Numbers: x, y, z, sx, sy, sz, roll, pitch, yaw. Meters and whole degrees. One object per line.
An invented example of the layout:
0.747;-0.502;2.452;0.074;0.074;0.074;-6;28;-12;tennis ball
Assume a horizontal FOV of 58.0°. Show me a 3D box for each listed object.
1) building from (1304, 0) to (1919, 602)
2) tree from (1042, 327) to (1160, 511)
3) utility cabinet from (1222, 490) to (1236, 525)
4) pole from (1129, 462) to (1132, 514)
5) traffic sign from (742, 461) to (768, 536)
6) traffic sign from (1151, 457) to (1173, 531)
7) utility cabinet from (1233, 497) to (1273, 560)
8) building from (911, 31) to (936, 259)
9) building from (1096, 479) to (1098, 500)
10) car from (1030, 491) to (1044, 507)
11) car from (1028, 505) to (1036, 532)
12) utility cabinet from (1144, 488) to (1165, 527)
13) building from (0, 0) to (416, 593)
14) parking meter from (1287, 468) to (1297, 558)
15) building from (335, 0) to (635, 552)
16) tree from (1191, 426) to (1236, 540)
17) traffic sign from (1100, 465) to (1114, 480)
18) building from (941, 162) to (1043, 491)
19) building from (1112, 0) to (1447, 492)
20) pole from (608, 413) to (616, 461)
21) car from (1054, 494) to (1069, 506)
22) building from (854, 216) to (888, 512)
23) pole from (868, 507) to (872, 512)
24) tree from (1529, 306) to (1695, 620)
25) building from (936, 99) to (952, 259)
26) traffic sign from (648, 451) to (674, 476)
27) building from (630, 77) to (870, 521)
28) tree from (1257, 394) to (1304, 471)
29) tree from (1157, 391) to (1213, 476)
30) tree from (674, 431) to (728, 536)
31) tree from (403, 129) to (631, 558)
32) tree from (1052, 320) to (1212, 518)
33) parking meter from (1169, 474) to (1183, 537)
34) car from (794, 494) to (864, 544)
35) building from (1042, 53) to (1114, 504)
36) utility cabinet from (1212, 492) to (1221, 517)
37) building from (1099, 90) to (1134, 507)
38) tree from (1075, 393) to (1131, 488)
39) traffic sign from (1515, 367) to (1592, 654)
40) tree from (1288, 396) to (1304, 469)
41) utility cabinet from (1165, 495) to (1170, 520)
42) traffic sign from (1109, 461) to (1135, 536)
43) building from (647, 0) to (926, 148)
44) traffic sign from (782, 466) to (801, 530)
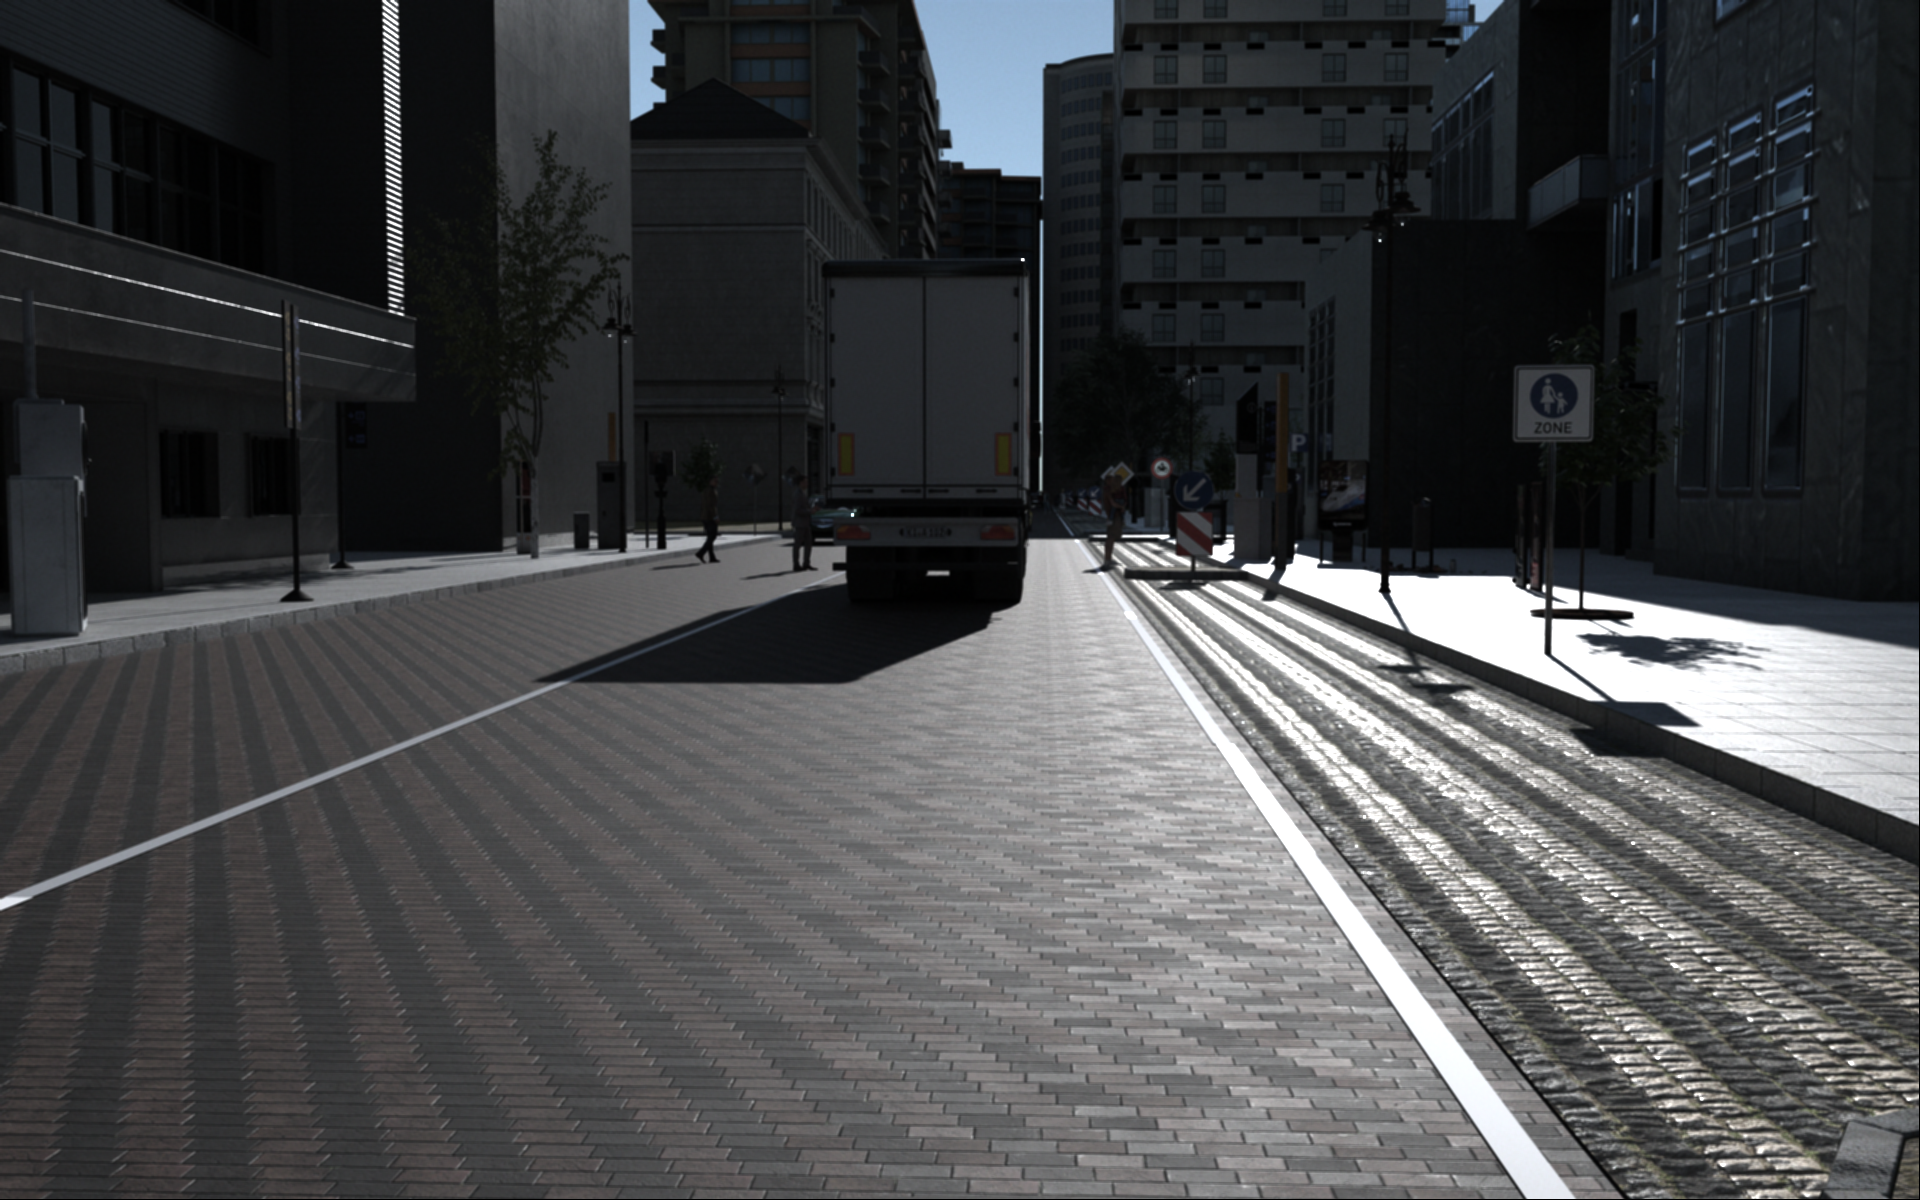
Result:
20.598;-44.056;32.991;22.319;86.520;31.000;0;4;3;building
10.769;-13.856;133.203;9.857;13.997;8.962;0;3;0;tree
11.209;-3.766;70.246;0.318;1.500;1.173;-2;4;-24;utility cabinet
10.953;-7.179;111.218;0.158;3.312;0.155;0;3;0;pole
-6.281;-3.022;53.048;0.795;2.450;0.064;0;4;3;traffic sign
6.966;-3.649;59.769;0.768;2.556;0.104;0;4;5;traffic sign
5.775;-1.406;34.156;0.306;1.237;1.020;-1;4;-21;utility cabinet
-13.682;-33.772;175.870;21.300;48.544;21.600;0;4;3;building
31.834;-30.910;197.253;32.217;40.220;23.993;0;4;3;building
8.636;-11.564;197.746;2.281;1.827;5.304;0;4;3;car
1.889;-3.460;66.791;2.015;1.641;3.980;0;4;4;car
7.479;-3.529;66.375;0.318;1.500;1.173;2;4;34;utility cabinet
-16.644;-11.910;13.792;14.314;24.678;30.058;0;4;3;building
6.524;-1.769;34.642;0.399;1.863;0.255;0;4;-2;parking meter
-21.680;-15.391;45.154;24.014;27.812;14.314;0;4;3;building
7.308;-3.332;49.078;1.663;3.219;1.824;0;3;0;tree
5.282;-3.476;60.470;0.795;2.450;0.064;0;4;3;traffic sign
-3.428;-35.273;231.340;28.867;44.769;22.147;0;4;3;building
27.778;-34.717;156.863;28.713;52.752;27.495;0;4;3;building
-8.731;-3.037;43.502;0.158;3.312;0.155;0;3;0;pole
11.921;-11.679;202.950;2.014;1.417;4.499;0;4;3;car
-10.371;-16.100;112.381;9.793;20.994;18.267;0;4;3;building
-5.122;-6.393;98.369;0.158;3.312;0.155;0;3;0;pole
6.424;-1.430;17.980;1.663;3.219;1.824;0;3;0;tree
-16.348;-35.531;200.533;30.456;49.044;23.786;0;4;3;building
-7.014;-2.359;40.696;0.606;2.300;0.079;0;4;4;traffic sign
-11.515;-14.132;81.970;10.553;20.767;40.483;0;4;3;building
22.678;-10.874;128.151;4.360;8.622;3.978;0;3;0;tree
15.000;-10.183;116.855;4.737;8.622;4.395;0;3;0;tree
-7.976;-3.576;53.062;1.663;3.219;1.824;0;3;0;tree
-8.729;-5.134;34.307;4.737;8.622;4.395;0;3;0;tree
9.404;-9.663;92.403;8.767;10.594;7.601;-1;4;-21;tree
6.419;-2.785;51.254;0.399;1.863;0.255;-1;4;-12;parking meter
-3.763;-2.383;50.756;2.131;1.459;4.920;0;4;2;car
25.042;-42.006;228.793;28.212;58.520;21.231;0;4;3;building
14.058;-5.240;94.349;1.173;1.500;0.318;1;4;18;utility cabinet
21.391;-30.281;178.695;14.154;41.232;14.086;0;4;3;building
10.420;-10.472;121.575;4.360;8.622;3.978;0;3;0;tree
4.704;-0.713;13.794;0.606;2.300;0.079;1;4;11;traffic sign
24.655;-10.552;122.888;4.737;8.622;4.395;0;3;0;tree
10.021;-4.513;84.947;1.020;1.237;0.306;-1;4;-21;utility cabinet
4.899;-2.988;52.494;0.795;2.450;0.064;0;4;3;traffic sign
-14.485;-30.333;150.575;22.147;44.769;28.867;0;4;3;building
-5.899;-3.510;61.024;0.795;2.450;0.064;0;4;3;traffic sign
